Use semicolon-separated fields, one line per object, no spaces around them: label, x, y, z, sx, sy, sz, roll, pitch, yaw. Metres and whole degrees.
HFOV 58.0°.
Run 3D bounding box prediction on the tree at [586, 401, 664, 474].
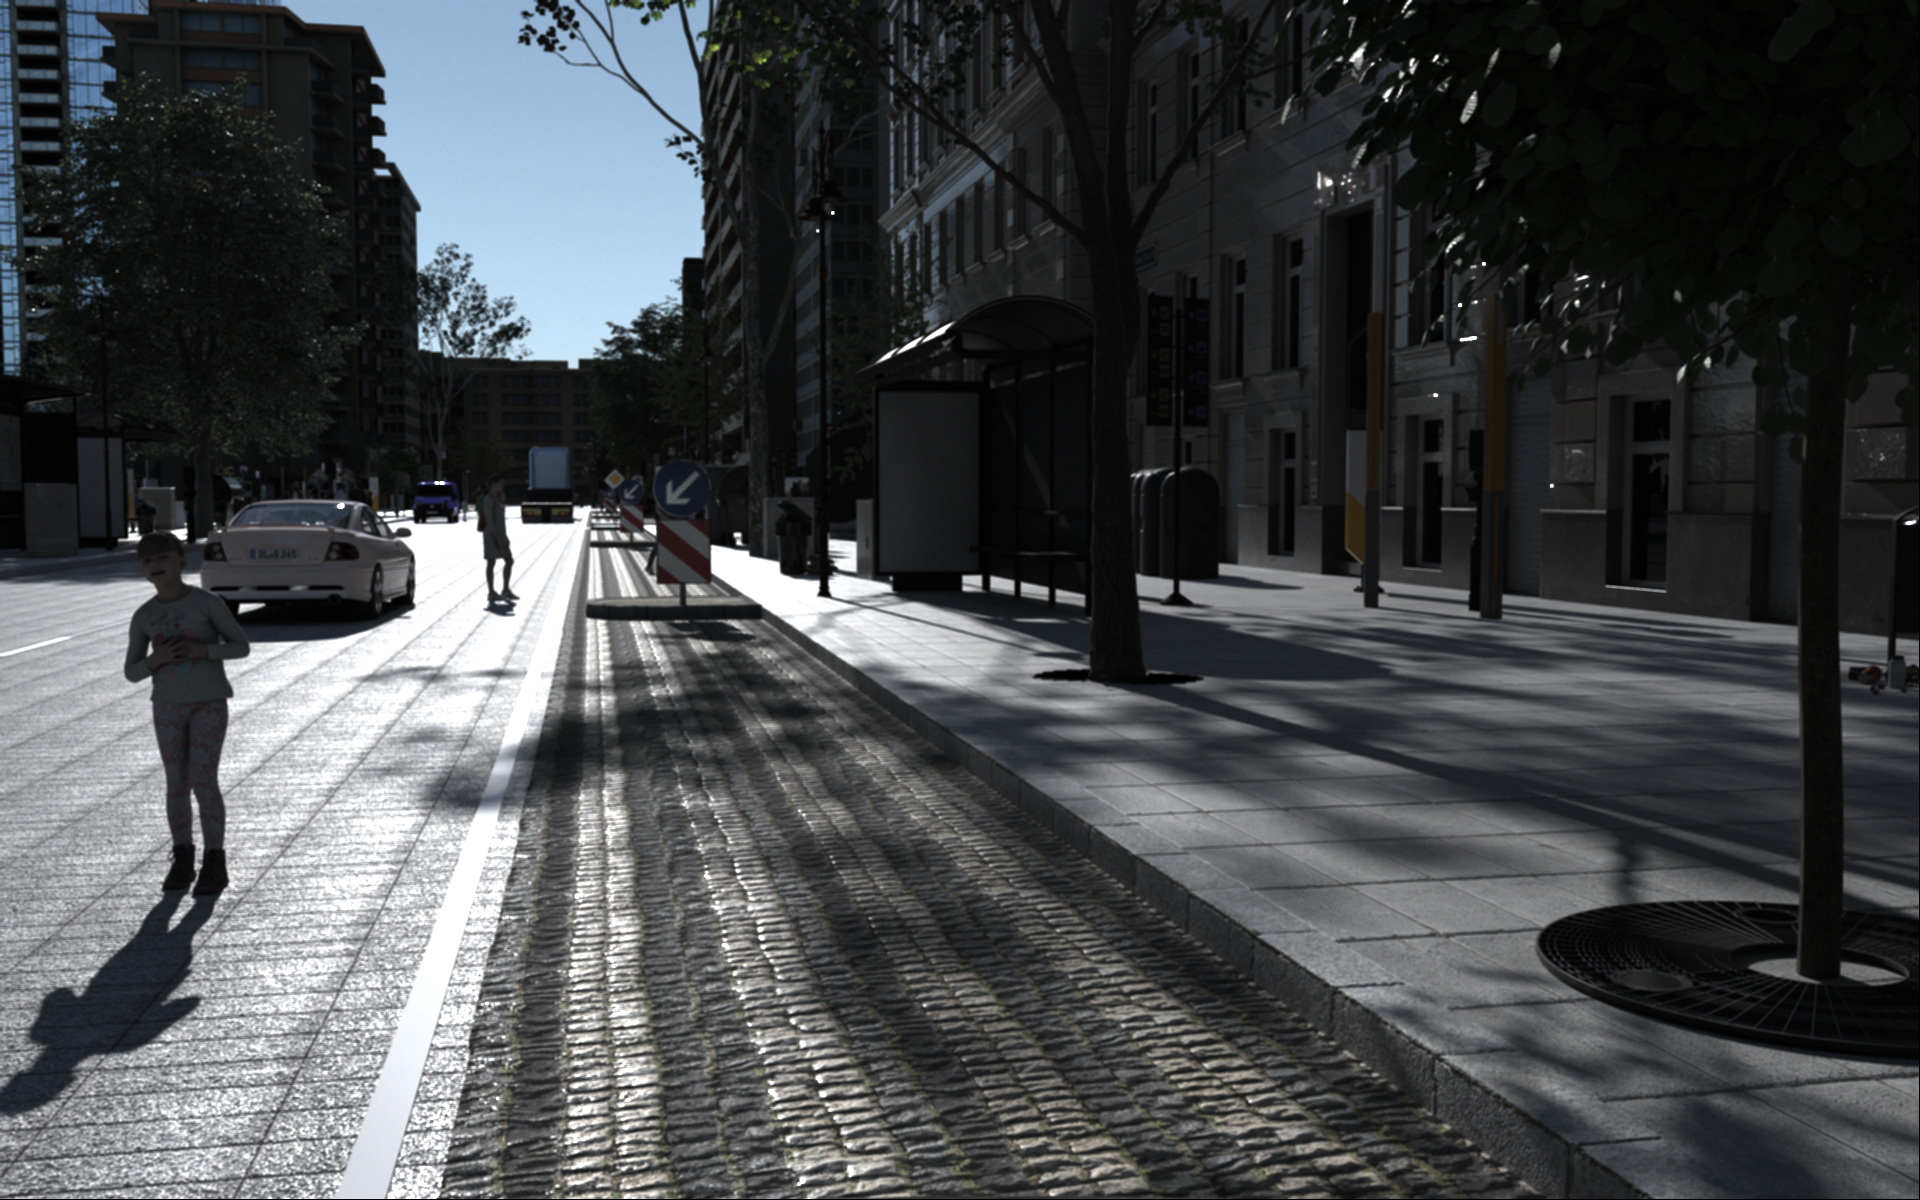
tree;-31.178;-14.132;165.466;7.601;10.594;8.767;2;4;30

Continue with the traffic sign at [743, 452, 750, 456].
traffic sign;-6.484;-3.235;53.005;0.768;2.556;0.104;0;4;-5

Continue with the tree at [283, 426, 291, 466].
tree;-56.797;-11.680;141.338;4.360;8.622;3.978;0;3;0

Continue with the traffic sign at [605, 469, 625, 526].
traffic sign;-13.750;-4.004;69.103;0.795;2.450;0.064;-1;4;-12

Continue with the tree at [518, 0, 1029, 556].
tree;-4.804;-10.880;33.779;12.611;20.169;13.585;0;3;0

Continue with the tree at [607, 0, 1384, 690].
tree;1.001;-5.259;11.743;9.928;11.665;9.643;0;3;0

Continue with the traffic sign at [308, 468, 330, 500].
traffic sign;-24.706;-3.864;66.812;0.795;2.450;0.064;-1;4;-12

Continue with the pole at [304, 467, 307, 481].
pole;-48.631;-8.249;128.716;0.158;3.312;0.155;0;3;0

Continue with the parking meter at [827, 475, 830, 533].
parking meter;-3.792;-2.792;51.363;0.255;1.863;0.399;0;4;6

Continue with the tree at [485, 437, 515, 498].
tree;-56.583;-15.993;211.855;4.360;8.622;3.978;0;3;0

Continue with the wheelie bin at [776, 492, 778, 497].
wheelie bin;-12.210;-6.404;112.619;0.980;1.594;0.693;-2;4;-30

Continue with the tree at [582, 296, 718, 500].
tree;-20.081;-12.601;112.685;9.857;13.997;8.962;0;3;0

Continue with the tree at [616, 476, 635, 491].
tree;-42.066;-16.147;214.357;4.360;8.622;3.978;0;3;0

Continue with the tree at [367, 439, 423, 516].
tree;-33.874;-7.344;103.795;4.285;4.588;4.351;0;3;0

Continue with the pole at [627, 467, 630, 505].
pole;-24.140;-8.089;126.103;0.158;3.312;0.155;0;3;0

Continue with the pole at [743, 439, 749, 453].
pole;-7.901;-4.296;64.081;0.158;3.312;0.155;0;3;0

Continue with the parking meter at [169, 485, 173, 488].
parking meter;-52.750;-6.735;115.828;0.255;1.863;0.399;-1;4;-19

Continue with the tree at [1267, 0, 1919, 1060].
tree;2.368;-1.273;4.520;4.285;4.588;4.351;0;3;0

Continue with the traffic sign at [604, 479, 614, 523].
traffic sign;-15.405;-4.482;76.915;0.795;2.450;0.064;-1;4;-12

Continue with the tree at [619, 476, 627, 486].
tree;-27.257;-9.049;142.552;1.663;3.219;1.824;0;3;0

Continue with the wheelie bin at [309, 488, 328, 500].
wheelie bin;-31.618;-4.744;85.466;0.693;1.594;0.980;1;4;20

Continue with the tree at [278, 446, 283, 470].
tree;-39.600;-8.799;94.231;4.360;8.622;3.978;0;3;0

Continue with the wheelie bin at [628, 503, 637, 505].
wheelie bin;-23.308;-7.063;123.392;0.693;1.594;0.980;2;4;32

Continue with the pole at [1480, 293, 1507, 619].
pole;5.473;-1.462;17.750;0.158;3.312;0.155;0;3;0

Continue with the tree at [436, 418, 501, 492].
tree;-46.876;-13.009;163.058;4.737;8.622;4.395;0;3;0

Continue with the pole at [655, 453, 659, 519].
pole;-15.146;-5.671;86.559;0.158;3.312;0.155;0;3;0

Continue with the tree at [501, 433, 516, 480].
tree;-49.940;-14.109;181.038;4.737;8.622;4.395;0;3;0

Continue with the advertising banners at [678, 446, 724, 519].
advertising banners;-9.328;-4.040;62.249;2.074;3.025;0.090;-3;5;-40

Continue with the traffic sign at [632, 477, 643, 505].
traffic sign;-18.507;-5.953;99.455;0.606;2.300;0.079;0;4;-7

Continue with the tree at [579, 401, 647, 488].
tree;-38.240;-17.048;195.739;9.611;12.733;9.660;0;3;0

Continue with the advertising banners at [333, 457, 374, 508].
advertising banners;-28.942;-5.288;82.639;0.090;3.025;2.074;3;5;40

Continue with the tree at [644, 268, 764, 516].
tree;-8.371;-6.515;56.888;4.737;8.622;4.395;0;3;0

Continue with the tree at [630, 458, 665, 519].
tree;-16.109;-5.894;90.972;1.663;3.219;1.824;0;3;0

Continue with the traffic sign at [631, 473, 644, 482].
traffic sign;-19.244;-6.317;103.386;0.768;2.556;0.104;0;4;-6

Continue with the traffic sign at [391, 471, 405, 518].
traffic sign;-30.744;-5.783;94.650;0.768;2.556;0.104;-1;4;-9

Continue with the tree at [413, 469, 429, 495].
tree;-35.456;-7.220;112.645;1.663;3.219;1.824;0;3;0

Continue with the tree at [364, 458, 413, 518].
tree;-30.812;-6.017;92.973;1.663;3.219;1.824;0;3;0

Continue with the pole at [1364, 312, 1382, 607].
pole;4.672;-1.575;19.594;0.158;3.312;0.155;0;3;0

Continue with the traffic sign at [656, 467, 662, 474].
traffic sign;-10.809;-3.737;63.227;0.606;2.300;0.079;-1;4;-10

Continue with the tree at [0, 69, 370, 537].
tree;-22.673;-8.845;51.269;9.857;13.997;8.962;0;3;0

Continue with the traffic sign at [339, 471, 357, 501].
traffic sign;-26.361;-4.341;74.624;0.795;2.450;0.064;-1;4;-12

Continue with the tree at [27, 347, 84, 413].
tree;-43.739;-8.139;83.436;4.360;8.622;3.978;0;3;0

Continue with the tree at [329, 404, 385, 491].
tree;-49.300;-11.711;141.833;4.360;8.622;3.978;0;3;0

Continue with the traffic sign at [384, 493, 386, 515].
traffic sign;-35.609;-6.549;107.184;0.768;2.556;0.104;0;4;-6

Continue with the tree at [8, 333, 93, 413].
tree;-53.083;-10.208;101.315;7.601;10.594;8.767;-1;4;-11

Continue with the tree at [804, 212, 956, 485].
tree;-1.917;-5.828;45.649;4.737;8.622;4.395;0;3;0

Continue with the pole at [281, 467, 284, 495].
pole;-51.317;-8.404;131.249;0.158;3.312;0.155;0;3;0

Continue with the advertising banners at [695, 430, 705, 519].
advertising banners;-7.258;-3.182;48.215;0.090;3.025;2.074;0;4;-4

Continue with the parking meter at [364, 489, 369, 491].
parking meter;-29.393;-4.742;85.943;0.372;1.533;0.369;0;3;0

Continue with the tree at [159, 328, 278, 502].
tree;-32.985;-7.681;75.943;4.360;8.622;3.978;0;3;0
